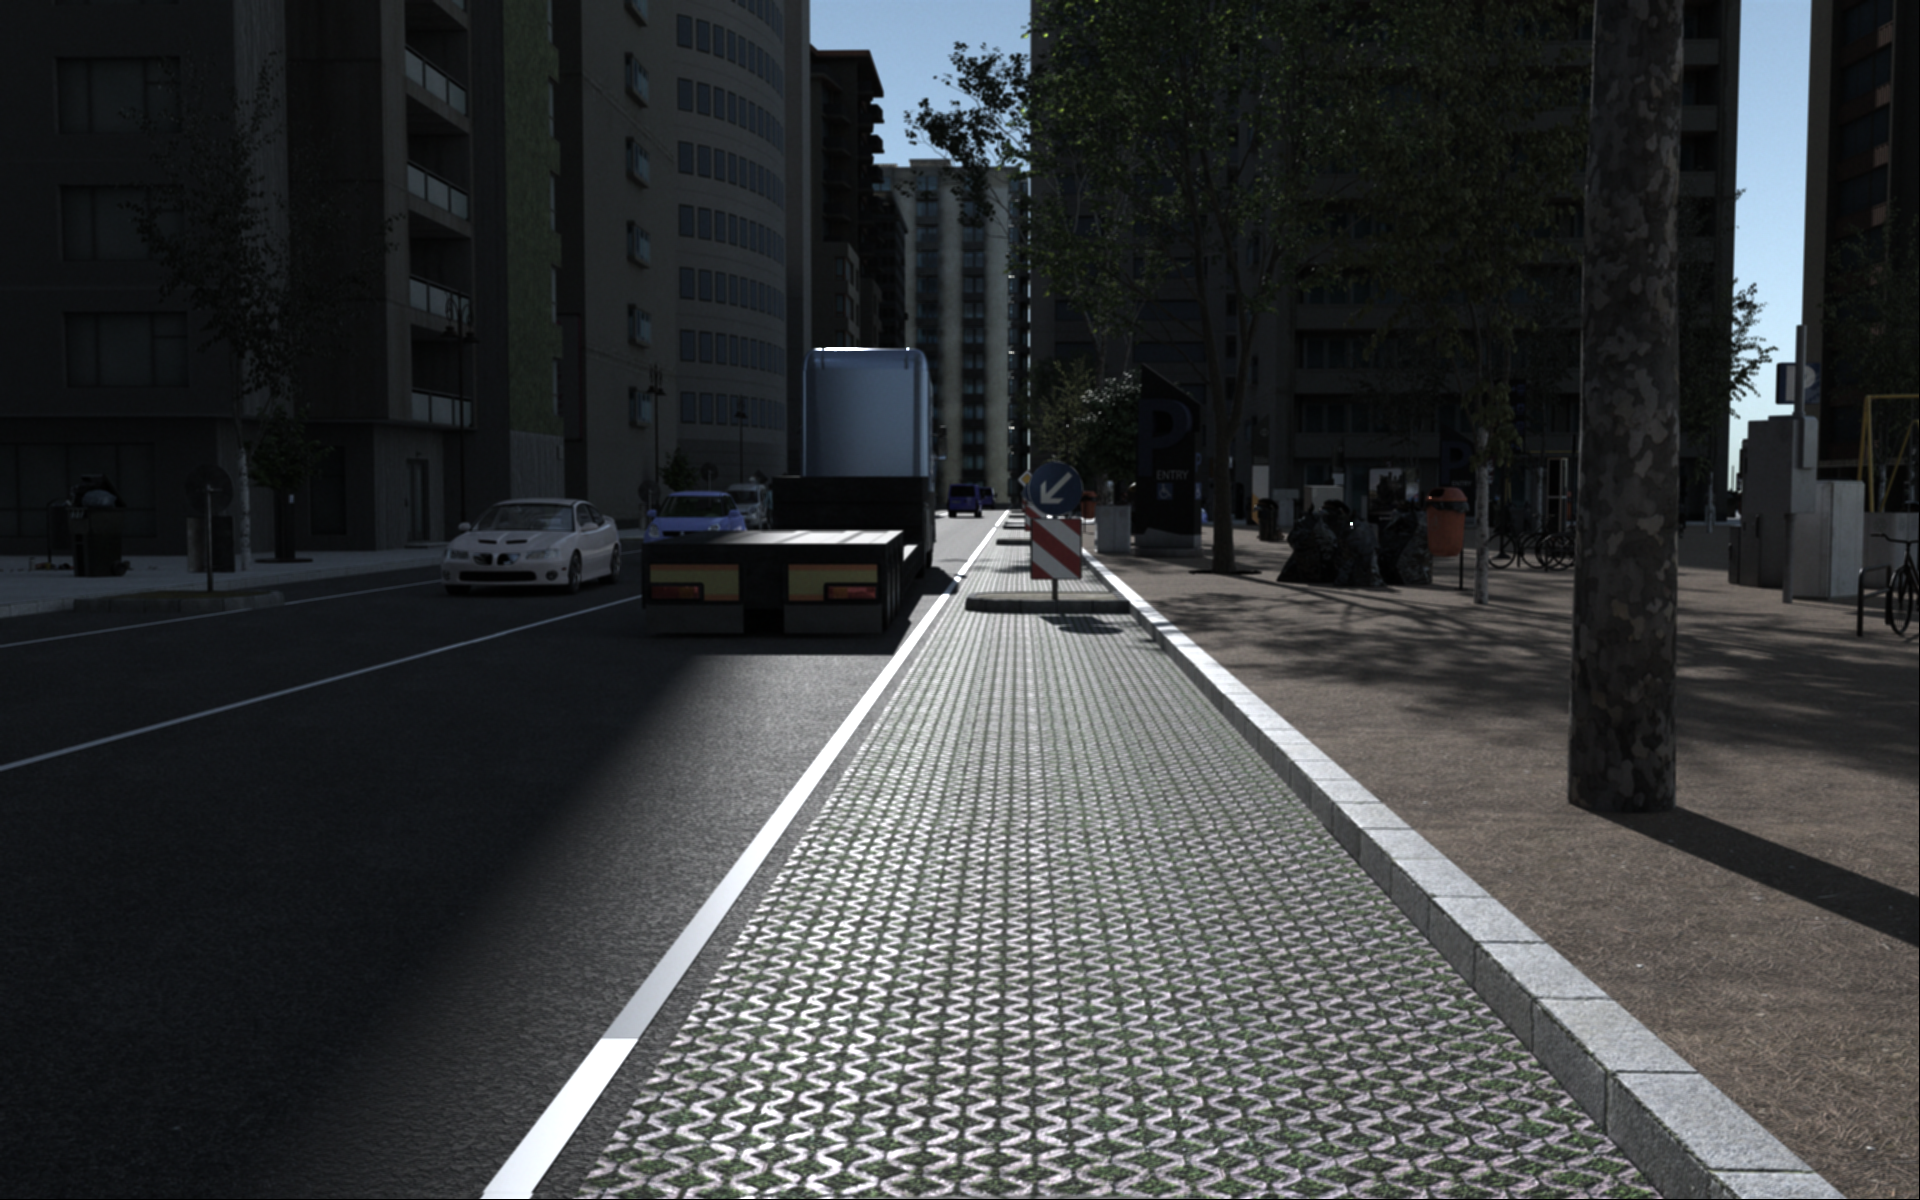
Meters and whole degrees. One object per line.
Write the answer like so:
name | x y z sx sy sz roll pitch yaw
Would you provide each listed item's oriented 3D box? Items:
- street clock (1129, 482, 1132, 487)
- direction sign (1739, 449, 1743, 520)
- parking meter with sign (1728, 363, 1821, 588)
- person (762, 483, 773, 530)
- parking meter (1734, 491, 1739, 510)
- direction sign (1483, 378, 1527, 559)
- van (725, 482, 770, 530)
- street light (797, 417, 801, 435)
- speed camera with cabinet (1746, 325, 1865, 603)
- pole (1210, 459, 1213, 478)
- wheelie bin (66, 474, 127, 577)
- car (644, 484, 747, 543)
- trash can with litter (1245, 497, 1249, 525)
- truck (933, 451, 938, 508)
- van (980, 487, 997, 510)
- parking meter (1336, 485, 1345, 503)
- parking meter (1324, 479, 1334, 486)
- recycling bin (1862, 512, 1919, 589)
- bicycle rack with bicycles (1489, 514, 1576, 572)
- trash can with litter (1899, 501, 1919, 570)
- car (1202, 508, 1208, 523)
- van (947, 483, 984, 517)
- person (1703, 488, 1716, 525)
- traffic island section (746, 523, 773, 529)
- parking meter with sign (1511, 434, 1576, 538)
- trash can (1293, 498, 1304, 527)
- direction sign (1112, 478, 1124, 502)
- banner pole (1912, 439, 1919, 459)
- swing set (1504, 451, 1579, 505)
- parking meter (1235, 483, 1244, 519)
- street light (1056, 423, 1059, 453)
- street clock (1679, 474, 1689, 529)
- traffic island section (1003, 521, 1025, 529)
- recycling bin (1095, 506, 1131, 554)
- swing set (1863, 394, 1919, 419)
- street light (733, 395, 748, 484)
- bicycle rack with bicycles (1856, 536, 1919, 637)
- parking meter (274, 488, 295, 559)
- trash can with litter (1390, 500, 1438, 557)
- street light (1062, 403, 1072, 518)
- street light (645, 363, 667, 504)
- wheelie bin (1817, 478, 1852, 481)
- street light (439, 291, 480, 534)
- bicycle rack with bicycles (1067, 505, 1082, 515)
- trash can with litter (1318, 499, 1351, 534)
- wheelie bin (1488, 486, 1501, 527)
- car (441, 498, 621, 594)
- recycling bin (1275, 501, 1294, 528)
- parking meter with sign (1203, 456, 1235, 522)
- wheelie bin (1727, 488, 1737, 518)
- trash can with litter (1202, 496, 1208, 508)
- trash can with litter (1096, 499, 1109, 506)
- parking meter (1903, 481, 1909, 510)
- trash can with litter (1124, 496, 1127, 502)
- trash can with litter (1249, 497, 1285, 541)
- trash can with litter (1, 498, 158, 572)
street clock | 9.817 -5.729 98.240 0.471 2.002 0.358 -1 4 -8
direction sign | 39.544 -5.827 87.271 0.876 3.537 0.379 -2 4 -30
parking meter with sign | 11.141 -1.689 23.881 0.543 3.016 1.738 0 4 1
person | -6.915 -3.375 63.707 0.660 1.820 0.620 -3 5 -44
parking meter | 62.923 -8.076 140.446 0.372 1.533 0.369 0 3 0
direction sign | 10.748 -2.585 34.262 0.876 3.537 0.379 3 5 41
van | -8.381 -3.679 67.170 2.013 2.044 4.112 0 4 1
street light | -9.279 -7.878 101.586 0.468 5.910 1.993 0 4 2
speed camera with cabinet | 10.252 -1.629 20.965 2.038 3.252 0.660 -3 5 -41
pole | 15.574 -6.927 107.097 0.158 3.312 0.155 0 3 0
wheelie bin | -13.403 -1.161 26.887 0.980 1.594 0.693 2 4 31
car | -5.477 -1.619 36.055 1.945 1.707 3.694 0 4 1
trash can with litter | 12.213 -3.664 71.289 0.624 1.170 1.055 -2 4 -31
truck | -3.018 -7.508 111.666 2.839 4.237 11.283 0 4 3
van | 2.257 -9.550 160.533 2.240 2.365 5.245 0 4 3
parking meter | 10.325 -2.385 47.404 0.372 1.533 0.369 0 3 0
parking meter | 13.769 -3.612 64.761 0.399 1.863 0.255 0 4 7
recycling bin | 12.615 -0.685 23.751 0.722 1.027 0.722 -3 4 -37
bicycle rack with bicycles | 10.453 -0.987 29.515 2.925 0.926 2.852 0 4 5
trash can with litter | 16.387 -1.094 29.270 1.055 1.170 0.624 -1 4 -9
car | 8.965 -4.041 75.656 3.694 1.707 1.945 0 4 3
van | 0.330 -6.378 108.660 2.240 2.365 5.245 0 4 4
person | 32.347 -4.015 74.698 0.519 1.759 0.362 1 4 10
traffic island section | -8.349 -3.020 71.663 2.009 0.180 2.903 0 4 2
parking meter with sign | 17.056 -3.329 50.684 1.738 3.016 0.543 1 4 16
trash can | 11.118 -2.719 56.108 0.748 1.137 0.748 0 3 0
direction sign | 10.072 -7.264 110.764 0.876 3.537 0.379 3 4 36
banner pole | 43.450 -5.433 78.846 0.401 3.779 0.863 1 4 9
swing set | 21.287 -4.002 63.046 3.119 2.851 2.862 1 4 13
parking meter | 14.238 -5.045 88.197 0.399 1.863 0.255 -3 4 -37
street light | 6.166 -8.396 110.055 0.468 5.910 1.993 0 4 2
street clock | 26.581 -3.612 63.634 0.358 2.002 0.471 1 4 21
traffic island section | 3.061 -3.485 79.256 2.009 0.180 2.903 0 4 2
recycling bin | 3.319 -1.538 37.692 0.722 1.027 0.722 0 4 -1
swing set | 15.752 -1.789 26.875 3.119 2.851 2.862 1 4 21
street light | -10.077 -6.546 79.821 0.468 5.910 1.993 0 4 2
bicycle rack with bicycles | 9.525 -0.149 15.818 2.852 0.926 2.925 3 4 36
parking meter | -13.469 -1.597 34.519 0.372 1.533 0.369 0 3 0
trash can with litter | 9.413 -1.477 35.537 1.055 1.170 0.624 -1 4 -21
street light | 5.392 -7.020 87.572 0.468 5.910 1.993 0 4 2
street light | -10.694 -5.400 61.079 0.468 5.910 1.993 0 4 2
wheelie bin | 17.105 -1.588 33.876 0.693 1.594 0.980 -3 4 -38
street light | -11.395 -4.087 39.610 0.468 5.910 1.993 0 4 2
bicycle rack with bicycles | 7.098 -5.754 107.455 2.852 0.926 2.925 -2 4 -27
trash can with litter | 8.202 -1.595 37.458 0.624 1.170 1.055 3 4 38
wheelie bin | 20.464 -3.603 66.819 0.693 1.594 0.980 -3 5 -40
car | -6.399 -0.849 26.250 2.083 1.381 4.827 0 4 0
recycling bin | 12.521 -3.314 66.746 0.722 1.027 0.722 0 4 -5
parking meter with sign | 11.947 -5.163 80.680 0.543 3.016 1.738 -2 4 -27
wheelie bin | 41.949 -5.286 94.340 0.693 1.594 0.980 2 4 23
trash can with litter | 14.342 -5.668 104.059 1.055 1.170 0.624 -2 4 -25
trash can with litter | 5.605 -3.514 68.845 0.624 1.170 1.055 0 4 3
parking meter | 43.857 -4.558 80.232 0.255 1.863 0.399 2 4 28
trash can with litter | 10.329 -5.638 103.570 1.055 1.170 0.624 -3 4 -37
trash can with litter | 8.474 -2.204 47.423 0.624 1.170 1.055 2 4 32
trash can with litter | -14.823 -1.116 29.305 2.233 1.210 1.678 0 4 -1
